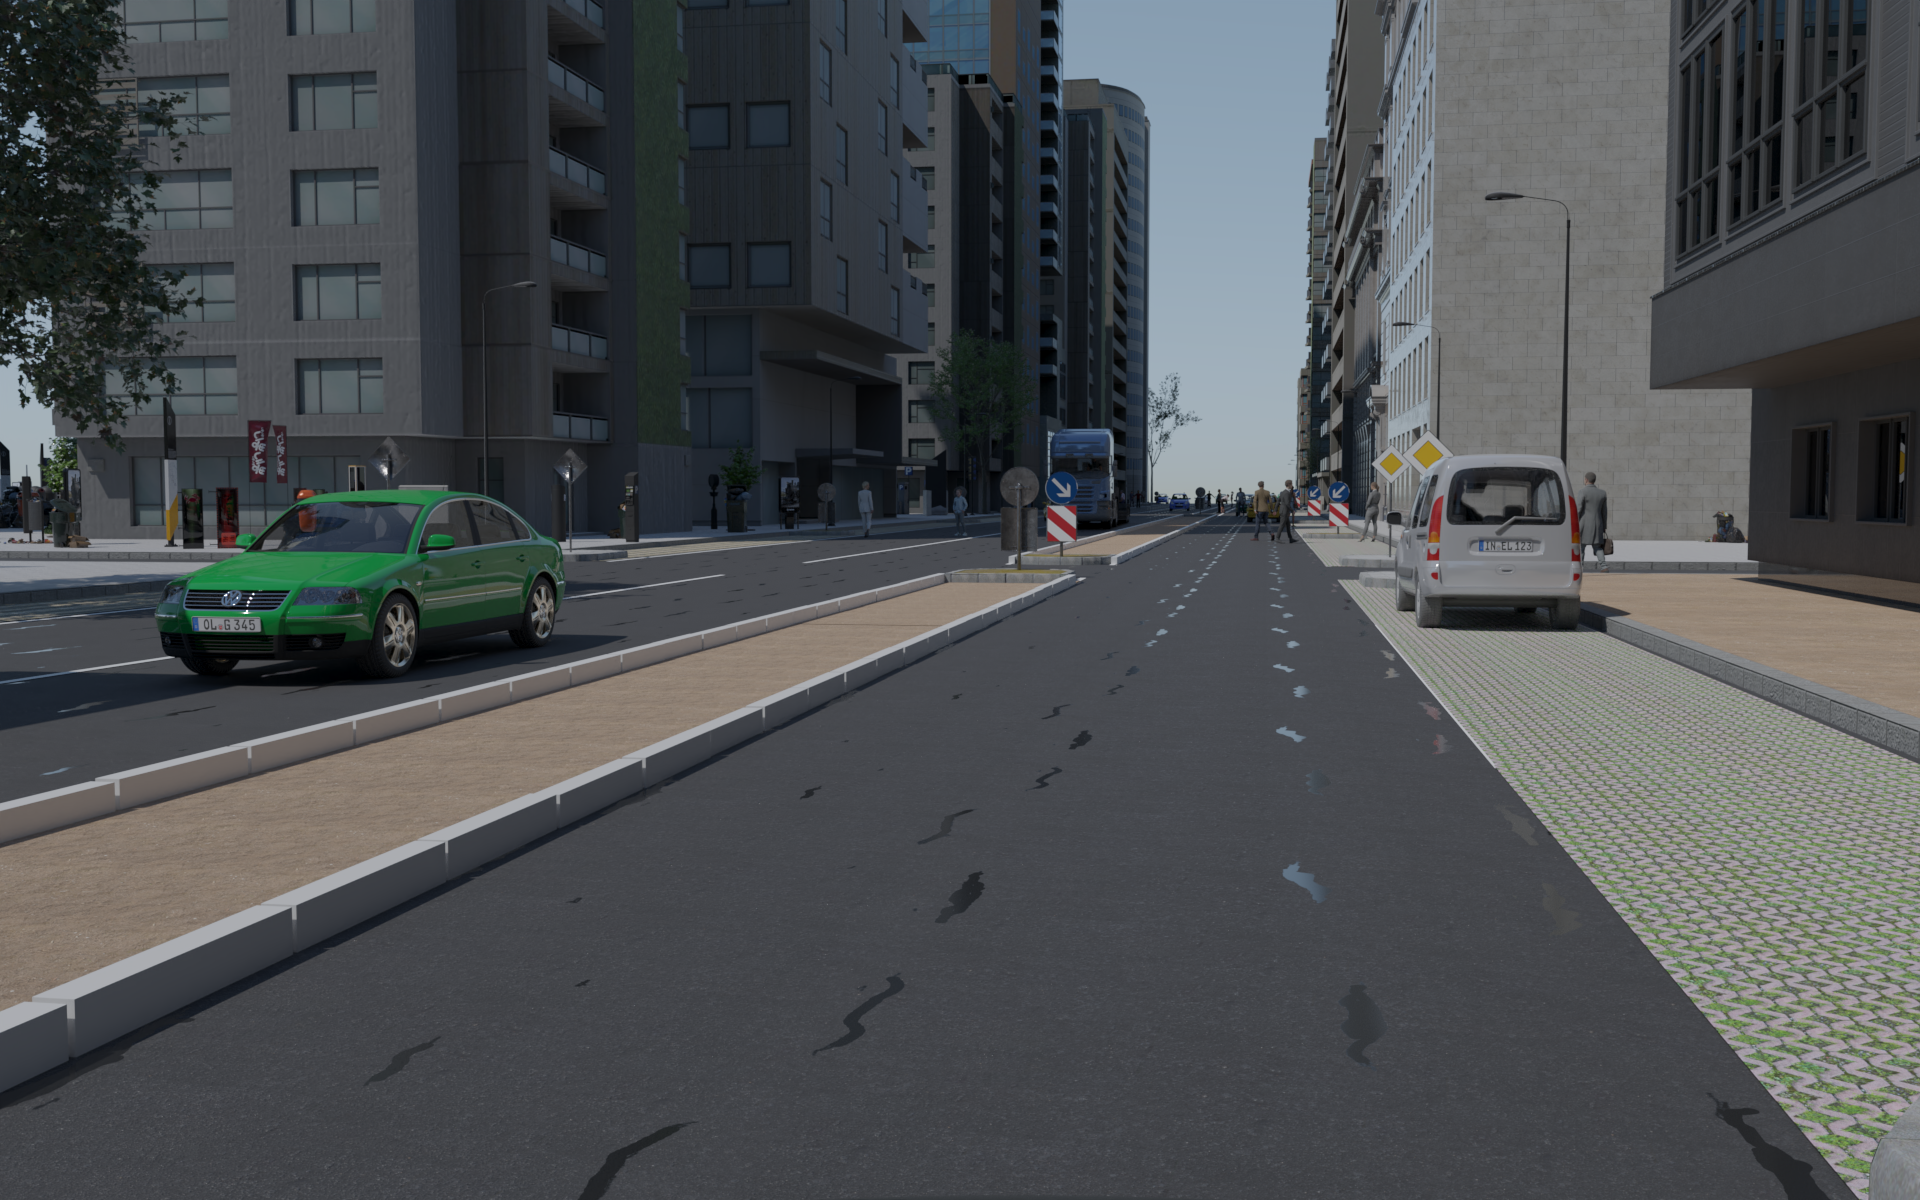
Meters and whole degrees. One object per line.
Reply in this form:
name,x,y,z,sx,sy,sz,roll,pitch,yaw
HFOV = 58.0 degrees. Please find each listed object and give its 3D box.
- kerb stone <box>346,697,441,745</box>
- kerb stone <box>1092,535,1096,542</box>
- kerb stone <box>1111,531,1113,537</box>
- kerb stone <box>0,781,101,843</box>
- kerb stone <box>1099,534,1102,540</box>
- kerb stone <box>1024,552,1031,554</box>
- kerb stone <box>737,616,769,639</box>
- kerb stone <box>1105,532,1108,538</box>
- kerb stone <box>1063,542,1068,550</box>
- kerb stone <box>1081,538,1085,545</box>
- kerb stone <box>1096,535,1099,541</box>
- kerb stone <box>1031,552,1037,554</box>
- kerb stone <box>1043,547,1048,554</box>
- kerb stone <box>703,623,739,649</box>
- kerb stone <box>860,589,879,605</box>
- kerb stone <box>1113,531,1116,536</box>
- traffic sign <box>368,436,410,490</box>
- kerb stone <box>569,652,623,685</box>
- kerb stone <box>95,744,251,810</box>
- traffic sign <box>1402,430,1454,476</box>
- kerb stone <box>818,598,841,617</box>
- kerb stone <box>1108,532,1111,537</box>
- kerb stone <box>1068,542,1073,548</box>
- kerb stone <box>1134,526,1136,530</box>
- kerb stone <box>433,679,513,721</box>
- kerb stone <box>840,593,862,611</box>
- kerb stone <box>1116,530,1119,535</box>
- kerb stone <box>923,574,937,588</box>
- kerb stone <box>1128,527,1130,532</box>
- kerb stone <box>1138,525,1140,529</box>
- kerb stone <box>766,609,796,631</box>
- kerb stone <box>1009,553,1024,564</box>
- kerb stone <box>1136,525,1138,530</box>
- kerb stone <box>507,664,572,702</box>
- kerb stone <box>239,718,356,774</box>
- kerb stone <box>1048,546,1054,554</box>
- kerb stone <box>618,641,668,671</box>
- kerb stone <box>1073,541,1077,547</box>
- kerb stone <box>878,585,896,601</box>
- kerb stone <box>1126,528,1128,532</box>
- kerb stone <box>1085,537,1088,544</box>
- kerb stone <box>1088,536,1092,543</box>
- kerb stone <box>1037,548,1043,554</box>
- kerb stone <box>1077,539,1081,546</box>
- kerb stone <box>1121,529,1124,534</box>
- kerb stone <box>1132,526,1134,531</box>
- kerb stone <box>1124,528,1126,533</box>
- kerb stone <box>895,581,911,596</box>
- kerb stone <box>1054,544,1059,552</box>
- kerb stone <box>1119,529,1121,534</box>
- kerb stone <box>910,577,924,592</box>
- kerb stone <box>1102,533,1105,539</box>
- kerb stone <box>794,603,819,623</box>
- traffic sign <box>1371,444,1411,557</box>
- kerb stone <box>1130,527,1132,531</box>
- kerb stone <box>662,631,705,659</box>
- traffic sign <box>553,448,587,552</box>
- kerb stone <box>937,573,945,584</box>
kerb stone,-3.397,0.726,10.322,0.120,0.150,1.000,1,4,10
kerb stone,3.831,-1.775,51.296,0.120,0.150,1.000,1,4,10
kerb stone,4.891,-2.150,57.351,0.120,0.150,1.000,1,4,10
kerb stone,-3.931,0.920,7.280,0.120,0.150,1.000,1,4,10
kerb stone,4.184,-1.904,53.319,0.120,0.150,1.000,1,4,10
kerb stone,1.334,-0.914,37.143,0.120,0.150,1.000,1,4,10
kerb stone,-2.148,0.293,17.405,0.120,0.150,1.000,1,4,10
kerb stone,4.541,-2.024,55.334,0.120,0.150,1.000,1,4,10
kerb stone,2.581,-1.345,44.237,0.120,0.150,1.000,1,4,10
kerb stone,3.294,-1.595,48.269,0.120,0.150,1.000,1,4,10
kerb stone,4.012,-1.842,52.311,0.120,0.150,1.000,1,4,10
kerb stone,1.516,-0.976,38.158,0.120,0.150,1.000,1,4,10
kerb stone,1.869,-1.101,40.189,0.120,0.150,1.000,1,4,10
kerb stone,-2.324,0.357,16.392,0.120,0.150,1.000,1,4,10
kerb stone,-1.257,-0.017,22.474,0.120,0.150,1.000,1,4,10
kerb stone,5.074,-2.211,58.365,0.120,0.150,1.000,1,4,10
traffic sign,-9.954,-1.625,30.208,0.795,2.450,0.064,1,4,10
kerb stone,-2.857,0.540,13.362,0.120,0.150,1.000,1,4,10
kerb stone,-3.755,0.850,8.298,0.120,0.150,1.000,1,4,10
traffic sign,7.321,-1.438,27.153,0.795,2.450,0.064,1,4,10
kerb stone,-1.613,0.110,20.443,0.120,0.150,1.000,1,4,10
kerb stone,4.719,-2.088,56.340,0.120,0.150,1.000,1,4,10
kerb stone,2.767,-1.403,45.249,0.120,0.150,1.000,1,4,10
kerb stone,6.673,-2.764,67.453,0.120,0.150,1.000,1,4,10
kerb stone,-3.217,0.664,11.337,0.120,0.150,1.000,1,4,10
kerb stone,-1.425,0.045,21.456,0.120,0.150,1.000,1,4,10
kerb stone,5.250,-2.274,59.376,0.120,0.150,1.000,1,4,10
kerb stone,-0.544,-0.263,26.504,0.120,0.150,1.000,1,4,10
kerb stone,6.146,-2.582,64.422,0.120,0.150,1.000,1,4,10
kerb stone,7.033,-2.890,69.468,0.120,0.150,1.000,1,4,10
kerb stone,-1.968,0.230,18.429,0.120,0.150,1.000,1,4,10
kerb stone,1.150,-0.850,36.126,0.120,0.150,1.000,1,4,10
kerb stone,6.853,-2.828,68.462,0.120,0.150,1.000,1,4,10
kerb stone,-3.038,0.602,12.355,0.120,0.150,1.000,1,4,10
kerb stone,-3.577,0.788,9.313,0.120,0.150,1.000,1,4,10
kerb stone,2.044,-1.162,41.196,0.120,0.150,1.000,1,4,10
kerb stone,-2.677,0.478,14.378,0.120,0.150,1.000,1,4,10
kerb stone,2.943,-1.472,46.255,0.120,0.150,1.000,1,4,10
kerb stone,-1.070,-0.076,23.480,0.120,0.150,1.000,1,4,10
kerb stone,5.968,-2.520,63.415,0.120,0.150,1.000,1,4,10
kerb stone,3.470,-1.655,49.284,0.120,0.150,1.000,1,4,10
kerb stone,3.658,-1.718,50.288,0.120,0.150,1.000,1,4,10
kerb stone,1.698,-1.039,39.181,0.120,0.150,1.000,1,4,10
kerb stone,3.121,-1.529,47.262,0.120,0.150,1.000,1,4,10
kerb stone,5.612,-2.398,61.400,0.120,0.150,1.000,1,4,10
kerb stone,6.500,-2.706,66.446,0.120,0.150,1.000,1,4,10
kerb stone,5.784,-2.459,62.407,0.120,0.150,1.000,1,4,10
kerb stone,-0.895,-0.136,24.487,0.120,0.150,1.000,1,4,10
kerb stone,2.225,-1.224,42.208,0.120,0.150,1.000,1,4,10
kerb stone,5.434,-2.330,60.384,0.120,0.150,1.000,1,4,10
kerb stone,-0.719,-0.202,25.494,0.120,0.150,1.000,1,4,10
kerb stone,4.365,-1.965,54.327,0.120,0.150,1.000,1,4,10
kerb stone,-1.795,0.169,19.437,0.120,0.150,1.000,1,4,10
traffic sign,8.707,-1.919,35.018,0.795,2.450,0.064,1,4,10
kerb stone,6.322,-2.644,65.428,0.120,0.150,1.000,1,4,10
kerb stone,-2.510,0.416,15.386,0.120,0.150,1.000,1,4,10
traffic sign,-8.568,-2.106,38.073,0.795,2.450,0.064,1,4,10
kerb stone,-0.369,-0.326,27.524,0.120,0.150,1.000,1,4,10
